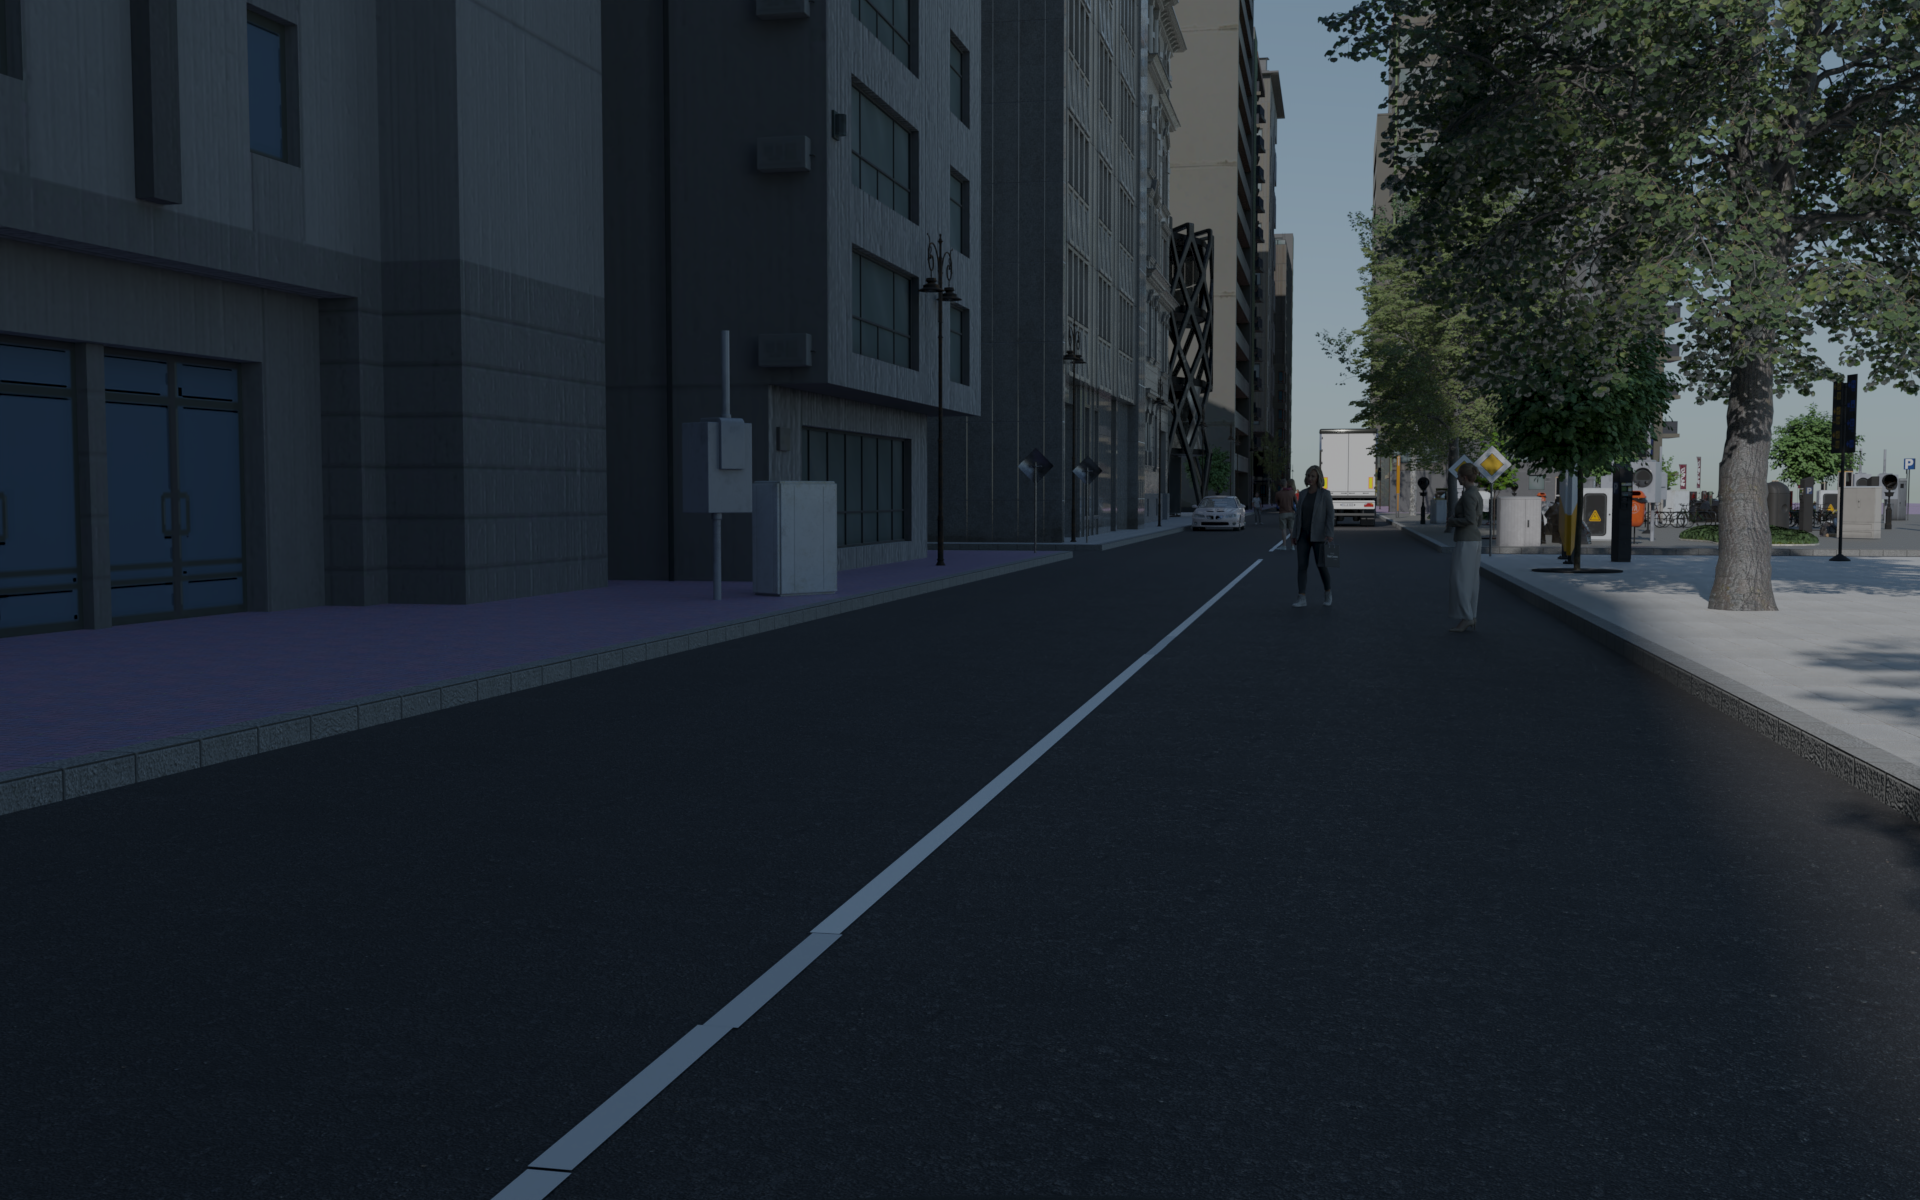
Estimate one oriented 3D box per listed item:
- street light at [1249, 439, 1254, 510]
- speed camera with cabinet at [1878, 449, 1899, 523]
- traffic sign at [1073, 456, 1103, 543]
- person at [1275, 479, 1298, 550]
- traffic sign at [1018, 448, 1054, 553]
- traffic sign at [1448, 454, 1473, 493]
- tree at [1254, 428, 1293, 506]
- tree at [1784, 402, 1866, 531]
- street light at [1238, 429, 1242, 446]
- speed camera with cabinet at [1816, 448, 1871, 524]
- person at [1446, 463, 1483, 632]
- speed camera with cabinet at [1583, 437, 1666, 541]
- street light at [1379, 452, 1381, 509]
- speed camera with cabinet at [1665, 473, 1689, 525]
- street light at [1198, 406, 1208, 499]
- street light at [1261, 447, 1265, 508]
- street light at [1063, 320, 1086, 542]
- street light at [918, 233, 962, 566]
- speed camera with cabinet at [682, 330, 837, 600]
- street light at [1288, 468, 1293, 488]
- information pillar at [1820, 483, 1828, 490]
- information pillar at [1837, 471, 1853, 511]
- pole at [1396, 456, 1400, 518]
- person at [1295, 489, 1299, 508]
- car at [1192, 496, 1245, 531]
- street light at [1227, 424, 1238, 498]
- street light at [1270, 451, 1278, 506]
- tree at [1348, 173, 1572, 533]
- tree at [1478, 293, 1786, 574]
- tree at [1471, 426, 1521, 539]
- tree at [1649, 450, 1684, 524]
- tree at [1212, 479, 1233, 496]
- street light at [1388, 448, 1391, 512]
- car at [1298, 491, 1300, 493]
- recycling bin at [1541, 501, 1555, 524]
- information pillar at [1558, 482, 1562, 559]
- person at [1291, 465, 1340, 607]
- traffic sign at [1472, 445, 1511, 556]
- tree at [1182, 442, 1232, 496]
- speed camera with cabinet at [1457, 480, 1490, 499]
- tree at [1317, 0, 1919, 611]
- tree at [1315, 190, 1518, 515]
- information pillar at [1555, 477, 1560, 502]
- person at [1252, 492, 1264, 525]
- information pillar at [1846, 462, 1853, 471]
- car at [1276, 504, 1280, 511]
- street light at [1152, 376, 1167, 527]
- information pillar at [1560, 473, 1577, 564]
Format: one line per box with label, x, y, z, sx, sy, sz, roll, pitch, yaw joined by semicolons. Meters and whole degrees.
street light;24.041;-10.399;142.803;0.468;5.910;1.993;1;4;12
speed camera with cabinet;40.373;-5.009;76.231;2.038;3.252;0.660;-2;4;-25
traffic sign;3.338;-2.555;45.420;0.795;2.450;0.064;1;4;12
person;8.409;-2.196;44.384;0.573;1.828;0.580;3;5;42
traffic sign;1.638;-2.078;37.617;0.795;2.450;0.064;1;4;12
traffic sign;12.611;-2.431;43.386;0.795;2.450;0.064;1;4;12
tree;34.933;-14.894;193.879;4.737;8.622;4.395;0;3;0
tree;29.956;-4.735;61.131;4.285;4.588;4.351;0;3;0
street light;19.296;-9.033;120.479;0.468;5.910;1.993;1;4;12
speed camera with cabinet;38.290;-4.936;75.039;2.038;3.252;0.660;1;4;13
person;5.279;-0.558;18.165;0.362;1.759;0.519;2;4;29
speed camera with cabinet;18.074;-3.248;47.433;2.038;3.252;0.660;3;4;38
street light;35.277;-10.552;145.313;0.468;5.910;1.993;1;4;12
speed camera with cabinet;29.664;-4.787;72.599;2.038;3.252;0.660;-2;4;-28
street light;12.698;-7.205;90.584;0.468;5.910;1.993;1;4;12
street light;28.907;-11.772;165.262;0.468;5.910;1.993;1;4;12
street light;3.031;-4.484;46.108;0.468;5.910;1.993;1;4;12
street light;-0.349;-3.555;30.913;0.468;5.910;1.993;1;4;12
speed camera with cabinet;-2.487;-1.672;21.670;2.038;3.252;0.660;-3;5;-45
street light;51.745;-18.146;269.469;0.468;5.910;1.993;1;4;12
information pillar;55.486;-6.531;111.274;0.304;2.012;0.304;-2;4;-28
information pillar;28.442;-3.131;55.685;0.304;2.012;0.304;-1;4;-15
pole;23.350;-6.024;92.343;0.158;3.312;0.155;0;3;0
person;27.314;-8.057;140.169;1.348;1.831;0.705;1;4;19
car;10.290;-3.445;68.693;2.083;1.381;4.827;1;4;13
street light;17.610;-8.556;112.677;0.468;5.910;1.993;1;4;12
street light;33.779;-13.124;187.364;0.468;5.910;1.993;1;4;12
tree;16.792;-8.506;57.203;7.486;12.596;7.792;0;3;0
tree;10.130;-2.738;28.479;4.285;4.588;4.351;0;3;0
tree;15.112;-3.350;49.371;1.663;3.219;1.824;0;3;0
tree;30.650;-4.972;75.893;1.663;3.219;1.824;0;3;0
tree;17.777;-7.549;118.022;1.663;3.219;1.824;0;3;0
street light;30.568;-9.198;123.176;0.468;5.910;1.993;1;4;12
car;40.305;-11.852;202.447;2.281;1.827;5.304;1;4;11
recycling bin;21.091;-3.068;62.722;0.722;1.027;0.722;-3;5;-44
information pillar;11.880;-2.608;33.990;0.183;3.616;0.504;0;4;6
person;4.578;-0.819;22.066;0.709;1.800;0.728;3;5;43
traffic sign;10.911;-1.954;35.583;0.795;2.450;0.064;1;4;12
tree;15.384;-7.557;107.266;4.285;4.588;4.351;0;3;0
speed camera with cabinet;27.464;-6.014;92.662;2.038;3.252;0.660;1;4;16
tree;8.813;-6.866;18.914;9.857;13.997;8.962;0;3;0
tree;28.013;-15.216;104.677;12.611;20.169;13.585;0;3;0
information pillar;25.735;-4.269;74.290;0.304;2.012;0.304;3;5;44
person;14.009;-4.302;81.429;0.503;1.515;0.523;-3;4;-36
information pillar;41.498;-5.484;81.019;0.504;3.616;0.183;0;4;5
car;28.037;-8.492;148.436;1.945;1.707;3.694;1;4;14
street light;7.879;-5.840;68.275;0.468;5.910;1.993;1;4;12
information pillar;11.261;-2.468;31.712;0.183;3.616;0.504;3;5;40
